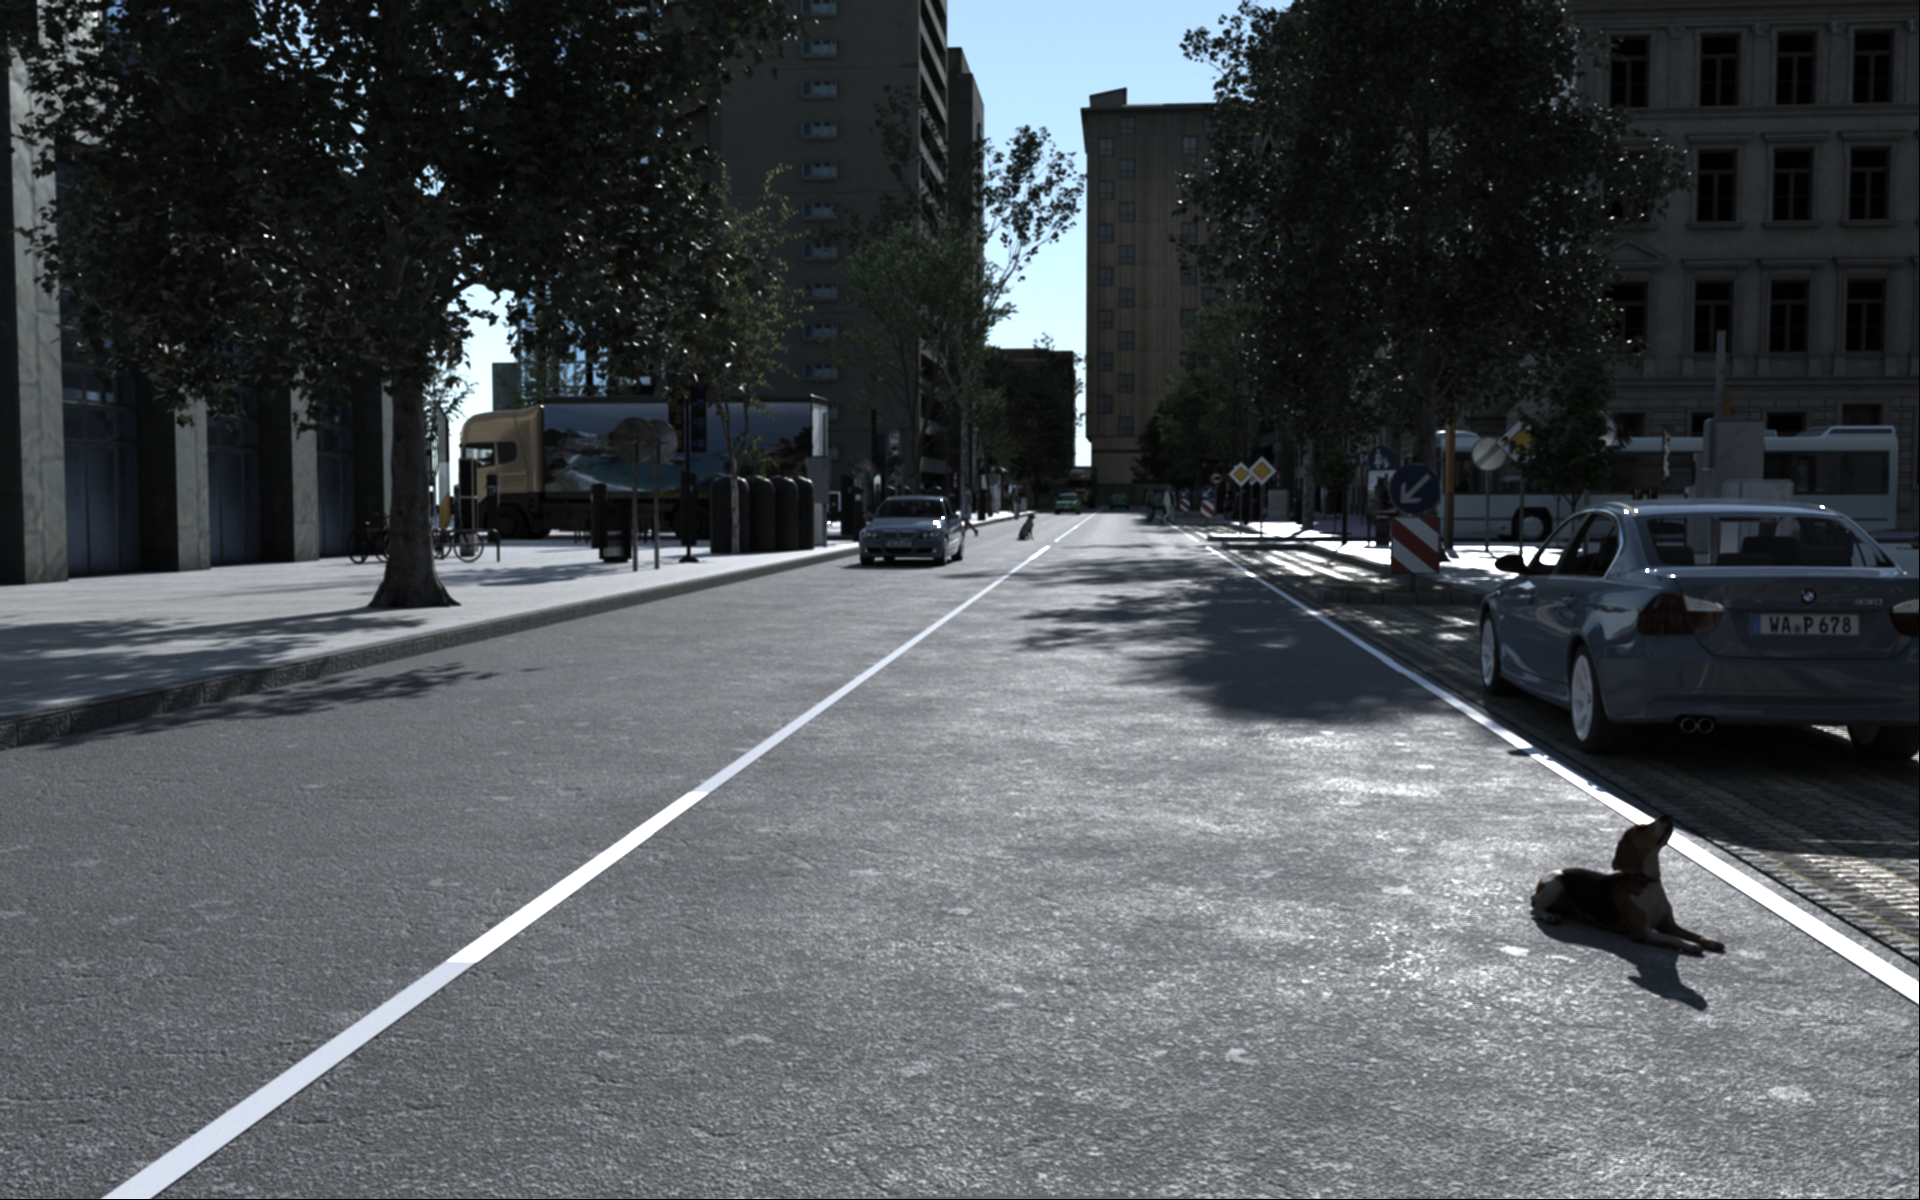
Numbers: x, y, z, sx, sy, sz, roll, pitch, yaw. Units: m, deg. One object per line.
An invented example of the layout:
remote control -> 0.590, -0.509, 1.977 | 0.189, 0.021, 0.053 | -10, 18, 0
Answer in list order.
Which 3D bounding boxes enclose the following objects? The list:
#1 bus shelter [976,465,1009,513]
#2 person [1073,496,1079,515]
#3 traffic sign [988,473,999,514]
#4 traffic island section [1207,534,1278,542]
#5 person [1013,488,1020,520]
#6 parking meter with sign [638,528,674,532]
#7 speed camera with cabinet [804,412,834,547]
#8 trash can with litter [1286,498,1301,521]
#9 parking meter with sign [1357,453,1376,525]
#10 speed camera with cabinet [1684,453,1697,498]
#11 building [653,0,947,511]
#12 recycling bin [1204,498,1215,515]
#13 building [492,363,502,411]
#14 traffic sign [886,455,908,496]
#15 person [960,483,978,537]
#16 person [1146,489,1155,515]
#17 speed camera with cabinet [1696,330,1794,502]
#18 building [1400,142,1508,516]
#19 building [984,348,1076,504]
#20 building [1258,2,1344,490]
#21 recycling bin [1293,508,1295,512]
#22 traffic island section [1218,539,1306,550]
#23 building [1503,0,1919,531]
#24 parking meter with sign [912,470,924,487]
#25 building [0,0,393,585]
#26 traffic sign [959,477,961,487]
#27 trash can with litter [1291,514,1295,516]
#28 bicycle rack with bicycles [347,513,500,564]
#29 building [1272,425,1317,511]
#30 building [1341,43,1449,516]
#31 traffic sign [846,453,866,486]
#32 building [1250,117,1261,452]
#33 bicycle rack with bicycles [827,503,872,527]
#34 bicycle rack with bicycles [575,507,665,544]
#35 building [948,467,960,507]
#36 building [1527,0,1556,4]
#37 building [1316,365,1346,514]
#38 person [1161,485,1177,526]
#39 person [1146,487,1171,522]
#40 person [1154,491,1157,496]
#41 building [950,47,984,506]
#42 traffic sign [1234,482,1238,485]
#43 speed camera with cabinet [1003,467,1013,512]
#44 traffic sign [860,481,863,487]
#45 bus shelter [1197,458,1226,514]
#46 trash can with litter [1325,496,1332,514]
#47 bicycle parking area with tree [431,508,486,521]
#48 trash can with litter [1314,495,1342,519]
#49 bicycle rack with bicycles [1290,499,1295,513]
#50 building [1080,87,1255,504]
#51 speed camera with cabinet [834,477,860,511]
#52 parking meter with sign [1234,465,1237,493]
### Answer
bus shelter -> 2.311, -7.830, 121.941 | 2.014, 3.302, 5.546 | 0, 4, 5
person -> 7.949, -6.449, 118.187 | 0.590, 1.304, 0.306 | -3, 5, -39
traffic sign -> 1.942, -6.338, 103.738 | 0.768, 2.556, 0.104 | 1, 4, 13
traffic island section -> 8.654, -1.898, 53.319 | 2.009, 0.180, 2.903 | 0, 4, 5
person -> 3.187, -5.394, 97.241 | 0.362, 1.759, 0.519 | 1, 4, 22
parking meter with sign -> -10.010, -3.786, 58.163 | 1.738, 3.016, 0.543 | -2, 4, -26
speed camera with cabinet -> -3.571, -2.953, 42.614 | 0.660, 3.252, 2.038 | -1, 4, -9
trash can with litter -> 16.000, -4.314, 81.927 | 1.055, 1.170, 0.624 | -2, 4, -28
parking meter with sign -> 17.359, -4.663, 72.501 | 0.543, 3.016, 1.738 | -2, 4, -24
speed camera with cabinet -> 15.942, -2.617, 37.124 | 0.660, 3.252, 2.038 | 1, 4, 17
building -> -12.676, -31.630, 140.846 | 21.300, 48.544, 21.600 | 0, 4, 5
recycling bin -> 15.689, -5.874, 108.599 | 0.722, 1.027, 0.722 | 0, 4, 2
building -> -34.932, -53.555, 188.302 | 31.000, 86.520, 22.319 | 0, 4, 5
traffic sign -> -2.086, -3.462, 56.712 | 0.768, 2.556, 0.104 | 1, 4, 13
person -> 0.300, -3.018, 57.941 | 0.778, 1.811, 0.616 | 2, 4, 31
person -> 12.929, -6.623, 116.966 | 0.709, 1.800, 0.728 | 3, 4, 36
speed camera with cabinet -> 9.249, -1.591, 20.342 | 0.660, 3.252, 2.038 | 1, 4, 12
building -> 26.651, -13.200, 80.446 | 10.561, 19.102, 19.286 | 0, 4, 5
building -> 0.912, -23.892, 235.666 | 28.899, 21.520, 27.650 | 0, 4, 5
building -> 40.675, -33.295, 168.077 | 21.300, 48.544, 21.600 | 0, 4, 5
recycling bin -> 24.465, -6.880, 125.042 | 0.722, 1.027, 0.722 | 1, 4, 15
traffic island section -> 7.908, -1.412, 45.369 | 2.009, 0.180, 2.903 | 0, 4, 5
building -> 31.564, -13.948, 64.201 | 21.152, 22.565, 11.583 | 0, 4, 5
parking meter with sign -> -2.743, -7.759, 123.126 | 0.543, 3.016, 1.738 | 2, 4, 25
building -> -28.466, -43.574, 25.110 | 31.000, 86.520, 22.319 | 0, 4, 5
traffic sign -> 0.244, -6.333, 105.672 | 0.606, 2.300, 0.079 | 0, 4, 6
trash can with litter -> 19.271, -5.348, 98.499 | 1.678, 1.210, 2.233 | -1, 4, -18
bicycle rack with bicycles -> -10.178, -1.174, 32.583 | 2.852, 0.926, 2.925 | 3, 5, 39
building -> 41.224, -18.257, 143.538 | 27.650, 21.520, 28.899 | 0, 4, 5
building -> 29.870, -19.226, 100.256 | 13.634, 28.700, 20.117 | 0, 4, 5
traffic sign -> -3.201, -3.316, 54.318 | 0.768, 2.556, 0.104 | 1, 4, 13
building -> 38.898, -32.816, 186.651 | 14.600, 45.320, 14.200 | 0, 4, 5
bicycle rack with bicycles -> -3.827, -3.352, 68.193 | 2.925, 0.926, 2.852 | 1, 4, 19
bicycle rack with bicycles -> -9.105, -1.993, 45.962 | 2.852, 0.926, 2.925 | 0, 4, -8
building -> -10.596, -44.212, 161.118 | 20.563, 71.187, 20.611 | 0, 4, 5
building -> 82.039, -47.947, 222.180 | 20.611, 71.187, 20.563 | 0, 4, 5
building -> 31.629, -17.666, 118.509 | 12.332, 23.373, 15.834 | 0, 4, 5
person -> 9.436, -4.274, 78.251 | 0.818, 1.842, 0.514 | 3, 5, 43
person -> 10.119, -4.836, 87.788 | 1.509, 1.804, 0.699 | -1, 4, -19
person -> 19.313, -9.853, 170.311 | 0.721, 1.735, 1.217 | 1, 4, 21
building -> -8.736, -34.438, 186.766 | 21.600, 48.544, 21.300 | 0, 4, 5
traffic sign -> 16.179, -6.082, 99.452 | 0.884, 2.594, 0.081 | 1, 4, 12
speed camera with cabinet -> 2.803, -8.000, 125.129 | 2.038, 3.252, 0.660 | 1, 4, 9
traffic sign -> -3.411, -3.658, 59.907 | 0.768, 2.556, 0.104 | 1, 4, 14
bus shelter -> 16.904, -7.651, 116.383 | 1.731, 3.624, 6.357 | 0, 4, 6
trash can with litter -> 23.248, -5.978, 109.129 | 0.624, 1.170, 1.055 | 1, 4, 17
bicycle parking area with tree -> -23.261, -6.529, 93.747 | 8.231, 4.147, 9.016 | 0, 4, -3
trash can with litter -> 18.647, -4.758, 88.855 | 2.233, 1.210, 1.678 | 1, 4, 19
bicycle rack with bicycles -> 22.943, -6.469, 119.142 | 2.925, 0.926, 2.852 | 3, 5, 45
building -> 30.196, -39.345, 232.526 | 27.495, 52.752, 28.713 | 0, 4, 5
speed camera with cabinet -> -7.236, -6.939, 107.787 | 2.038, 3.252, 0.660 | 1, 4, 18
parking meter with sign -> 17.559, -6.699, 105.789 | 1.738, 3.016, 0.543 | -2, 4, -25
